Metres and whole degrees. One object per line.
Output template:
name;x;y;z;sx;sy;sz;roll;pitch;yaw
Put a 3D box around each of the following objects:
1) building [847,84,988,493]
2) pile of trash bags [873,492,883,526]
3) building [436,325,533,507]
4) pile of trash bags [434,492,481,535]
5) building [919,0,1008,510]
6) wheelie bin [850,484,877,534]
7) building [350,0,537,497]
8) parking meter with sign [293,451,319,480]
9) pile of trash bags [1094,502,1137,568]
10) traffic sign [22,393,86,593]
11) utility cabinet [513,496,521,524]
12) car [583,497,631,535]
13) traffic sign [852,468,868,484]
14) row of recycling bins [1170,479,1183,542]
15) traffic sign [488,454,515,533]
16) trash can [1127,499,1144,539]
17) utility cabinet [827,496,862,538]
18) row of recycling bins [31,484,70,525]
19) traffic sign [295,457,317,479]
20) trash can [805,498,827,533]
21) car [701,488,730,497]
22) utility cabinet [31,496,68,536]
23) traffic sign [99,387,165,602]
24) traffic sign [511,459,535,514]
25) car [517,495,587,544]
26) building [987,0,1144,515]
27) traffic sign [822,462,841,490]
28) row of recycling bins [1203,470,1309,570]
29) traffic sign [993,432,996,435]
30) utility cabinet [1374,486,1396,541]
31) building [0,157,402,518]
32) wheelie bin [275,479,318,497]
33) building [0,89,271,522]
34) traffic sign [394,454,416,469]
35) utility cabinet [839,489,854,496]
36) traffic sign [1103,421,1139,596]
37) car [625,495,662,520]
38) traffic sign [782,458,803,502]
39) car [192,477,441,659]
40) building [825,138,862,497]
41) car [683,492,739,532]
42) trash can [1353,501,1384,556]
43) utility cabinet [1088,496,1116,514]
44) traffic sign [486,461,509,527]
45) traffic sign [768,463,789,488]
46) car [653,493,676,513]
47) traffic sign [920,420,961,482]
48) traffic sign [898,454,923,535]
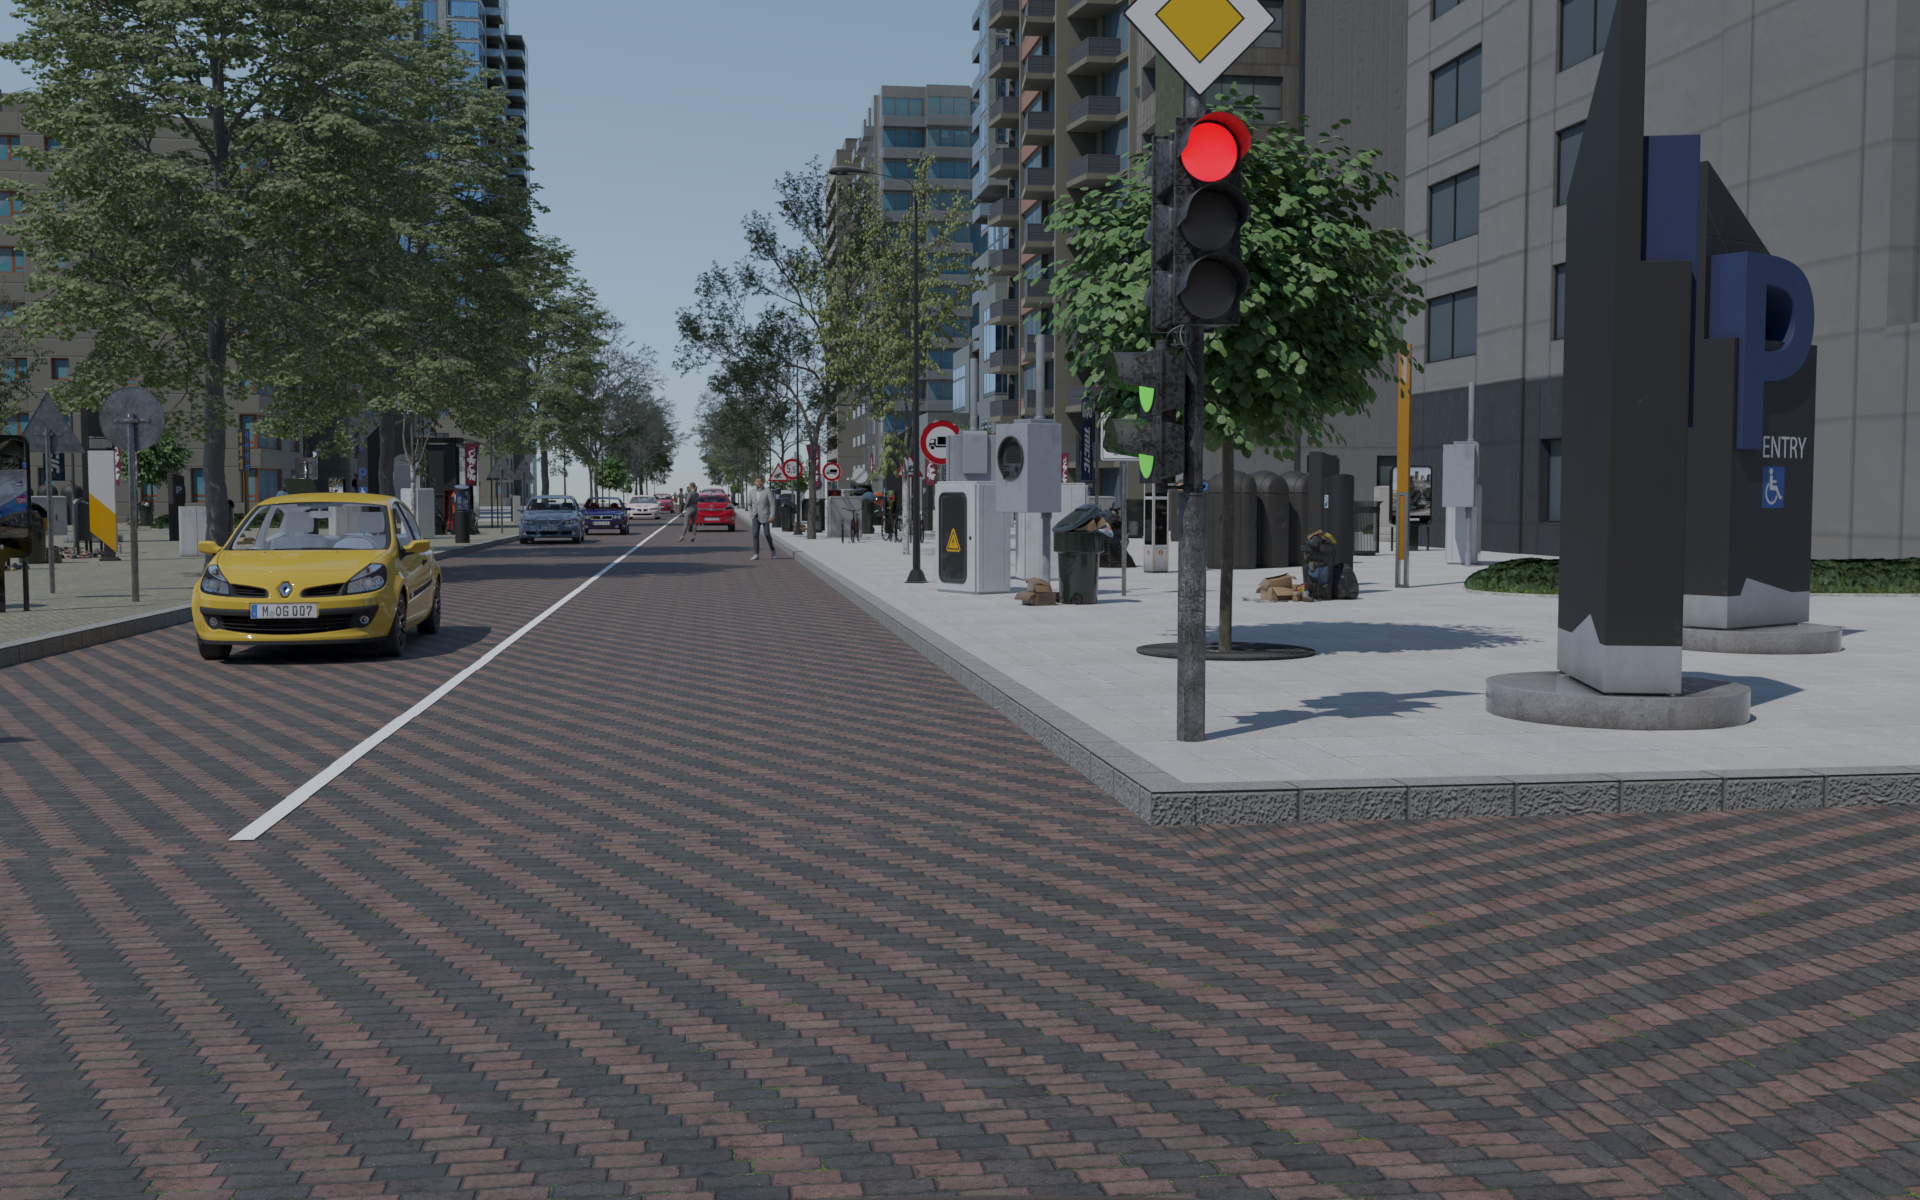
building;-1.091;-35.924;206.961;23.786;49.044;30.456;-1;4;-8
pile of trash bags;-3.258;-3.802;71.920;1.912;1.369;3.447;-1;4;-9
building;-62.414;-21.048;189.173;27.650;21.520;28.899;-1;4;-8
pile of trash bags;-16.283;-2.793;55.420;1.912;1.369;3.447;0;4;-8
building;9.213;-50.075;131.405;22.319;86.520;31.000;-1;4;-8
wheelie bin;-3.120;-2.918;55.616;0.980;1.594;0.693;1;4;23
building;-64.784;-55.368;217.942;22.319;86.520;31.000;-1;4;-8
parking meter with sign;-25.917;-4.398;68.170;0.543;3.016;1.738;1;4;10
pile of trash bags;2.002;-1.322;31.374;1.912;1.369;3.447;0;4;-6
traffic sign;-11.719;-1.363;22.293;0.884;2.594;0.081;0;4;-8
utility cabinet;-18.941;-3.847;74.058;0.306;1.237;1.020;-1;4;-17
car;-12.690;-3.003;61.675;1.945;1.354;3.894;-1;4;-9
traffic sign;-4.806;-5.083;83.215;0.768;2.556;0.104;0;4;-8
row of recycling bins;6.984;-2.375;45.948;1.069;1.692;3.534;-3;5;-39
traffic sign;-14.921;-3.448;56.372;0.884;2.594;0.081;0;4;-2
trash can;5.076;-2.355;50.164;0.748;1.137;0.748;0;3;0
utility cabinet;-3.408;-2.443;51.103;1.020;1.237;0.306;-2;4;-29
row of recycling bins;-37.749;-3.894;70.778;3.534;1.692;1.069;-3;4;-37
traffic sign;-18.137;-2.810;48.070;0.606;2.300;0.079;0;4;-3
trash can;-4.784;-2.805;57.523;0.748;1.137;0.748;0;3;0
car;-16.656;-6.624;116.971;2.281;1.827;5.304;0;4;-7
utility cabinet;-28.277;-2.602;53.712;0.306;1.237;1.020;3;5;43
traffic sign;-9.828;-1.252;20.575;0.768;2.556;0.104;0;4;-2
traffic sign;-16.192;-3.924;64.153;0.884;2.594;0.081;0;4;-7
car;-12.119;-2.419;51.549;2.014;1.417;4.499;-1;4;-10
building;13.461;-27.385;102.366;22.147;44.769;28.867;-1;4;-8
traffic sign;-5.098;-4.208;68.911;0.768;2.556;0.104;0;4;-4
row of recycling bins;5.607;-1.441;30.681;1.069;1.692;3.534;3;5;42
traffic sign;0.917;-2.014;33.035;0.768;2.556;0.104;0;4;-4
utility cabinet;11.641;-2.309;46.434;0.318;1.500;1.173;-3;4;-36
building;-53.385;-16.869;120.849;27.650;21.520;28.899;-1;4;-8
wheelie bin;-13.528;-1.681;35.389;0.693;1.594;0.980;3;5;42
building;-48.299;-15.131;92.432;27.650;21.520;28.899;-1;4;-8
traffic sign;-17.696;-3.364;55.102;0.768;2.556;0.104;0;4;-2
utility cabinet;-4.855;-4.213;77.558;0.318;1.500;1.173;3;5;45
traffic sign;2.057;-1.196;21.689;0.606;2.300;0.079;0;4;-5
car;-18.000;-5.270;98.520;2.083;1.381;4.827;-1;4;-9
traffic sign;-5.952;-3.761;61.599;0.768;2.556;0.104;0;4;-8
car;-5.967;-0.374;16.335;2.015;1.641;3.980;-1;4;-10
building;-6.661;-37.268;233.034;21.300;48.544;21.600;-1;4;-8
car;-9.625;-3.544;66.980;2.155;1.783;4.494;-1;4;-9
trash can;8.420;-1.491;36.028;0.748;1.137;0.748;0;3;0
utility cabinet;3.970;-2.340;49.417;1.020;1.237;0.306;-3;4;-36
traffic sign;-18.075;-4.140;67.685;0.884;2.594;0.081;0;4;-4
traffic sign;-7.553;-4.409;72.098;0.884;2.594;0.081;0;4;-5
car;-22.338;-7.384;129.770;2.155;1.783;4.494;0;4;-7
traffic sign;-0.316;-1.824;29.934;0.768;2.556;0.104;0;4;-4
traffic sign;-1.582;-3.292;53.829;0.884;2.594;0.081;0;4;-7
